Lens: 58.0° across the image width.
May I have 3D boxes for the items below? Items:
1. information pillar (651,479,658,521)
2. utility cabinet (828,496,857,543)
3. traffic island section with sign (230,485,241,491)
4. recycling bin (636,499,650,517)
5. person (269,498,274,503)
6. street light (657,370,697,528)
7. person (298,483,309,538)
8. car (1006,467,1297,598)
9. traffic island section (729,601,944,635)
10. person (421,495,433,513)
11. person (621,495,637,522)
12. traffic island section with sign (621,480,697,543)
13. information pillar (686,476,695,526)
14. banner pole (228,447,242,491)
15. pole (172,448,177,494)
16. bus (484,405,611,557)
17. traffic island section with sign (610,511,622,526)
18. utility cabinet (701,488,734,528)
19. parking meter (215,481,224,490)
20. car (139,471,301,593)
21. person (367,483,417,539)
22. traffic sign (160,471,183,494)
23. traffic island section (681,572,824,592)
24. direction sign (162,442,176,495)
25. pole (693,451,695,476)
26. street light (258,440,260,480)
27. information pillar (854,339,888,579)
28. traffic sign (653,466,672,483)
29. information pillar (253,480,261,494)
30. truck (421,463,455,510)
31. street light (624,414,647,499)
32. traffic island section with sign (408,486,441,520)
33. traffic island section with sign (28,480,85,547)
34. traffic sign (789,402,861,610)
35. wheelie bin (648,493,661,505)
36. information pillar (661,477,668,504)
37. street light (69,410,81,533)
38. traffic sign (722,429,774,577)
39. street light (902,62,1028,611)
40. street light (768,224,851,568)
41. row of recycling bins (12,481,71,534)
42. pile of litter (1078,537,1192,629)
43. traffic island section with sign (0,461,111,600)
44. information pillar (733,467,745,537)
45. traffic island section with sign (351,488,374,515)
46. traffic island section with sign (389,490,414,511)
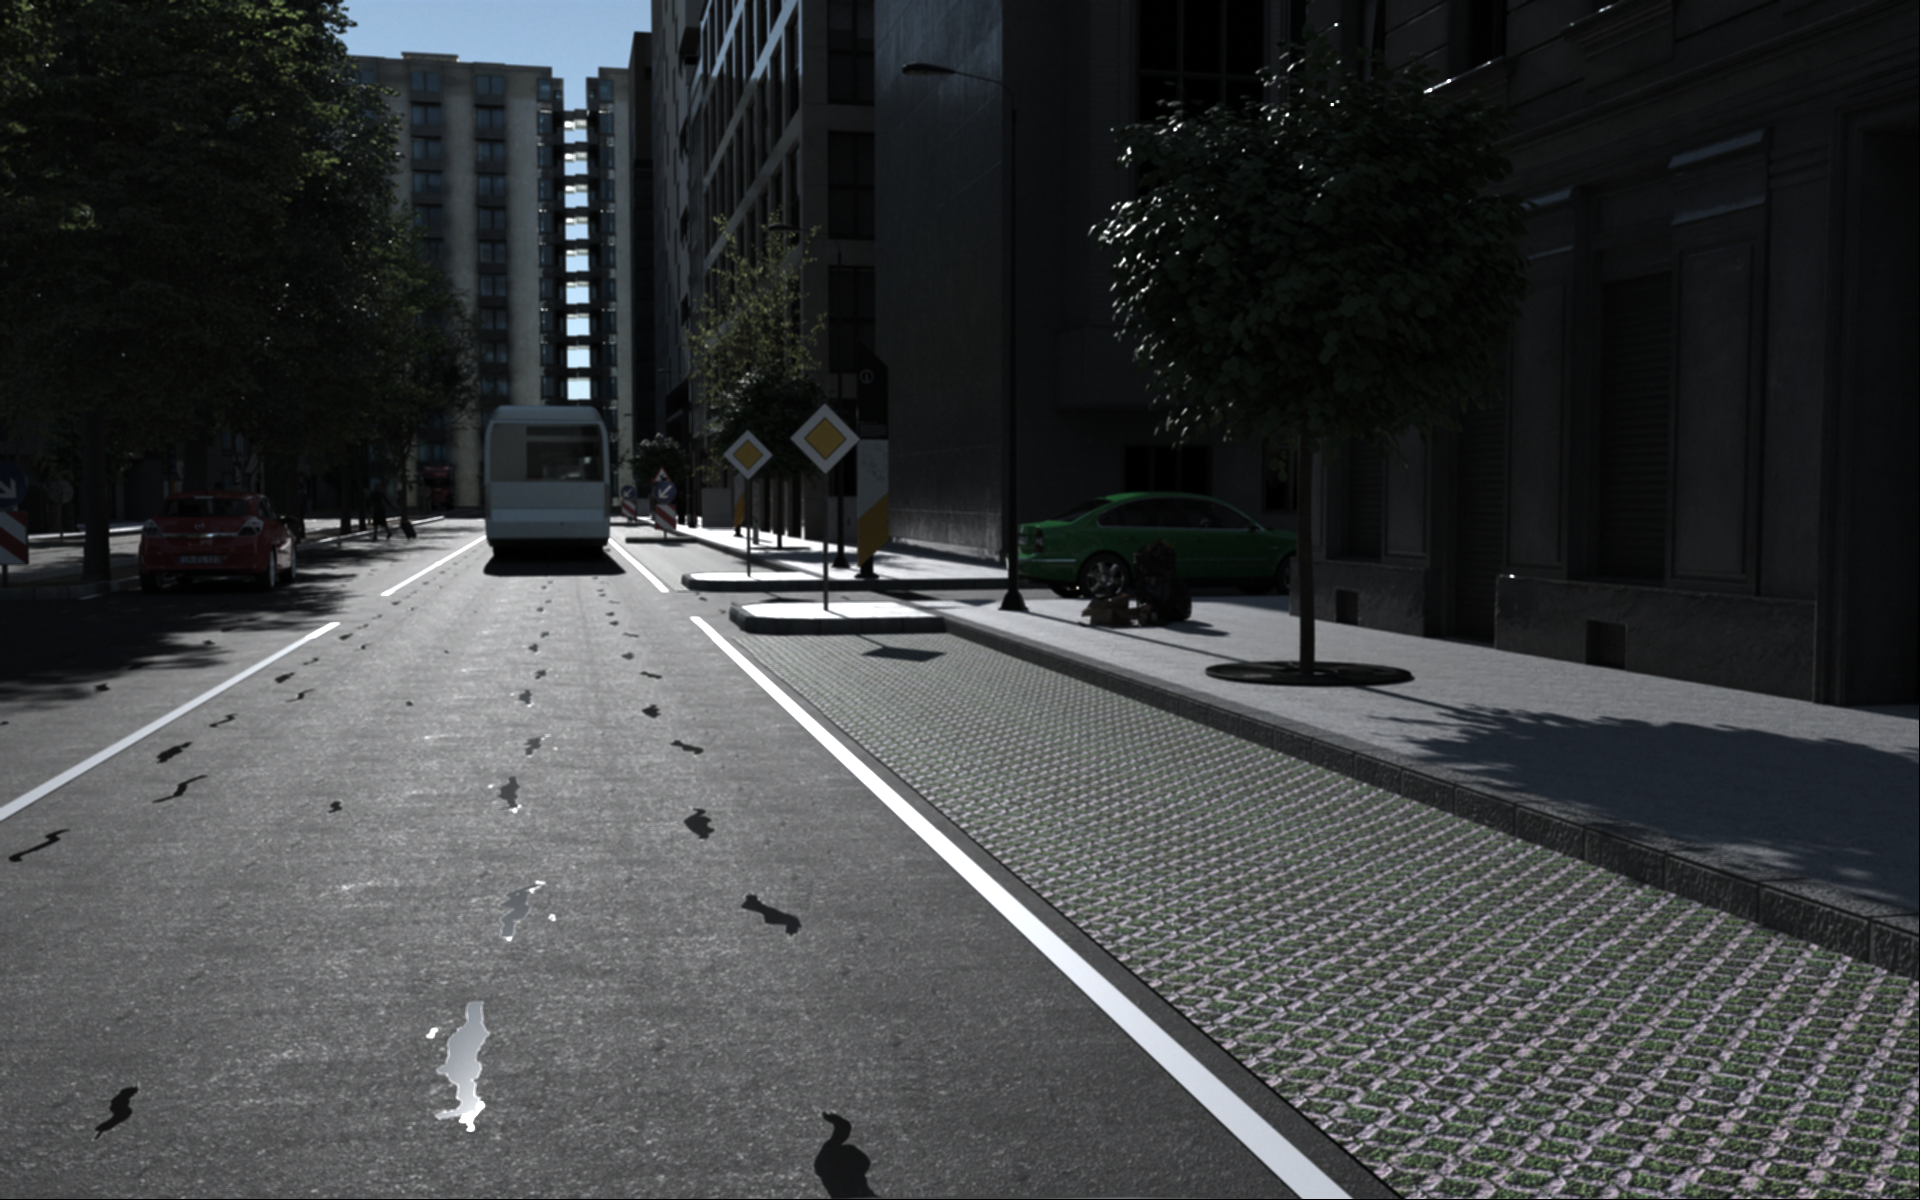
[{"bbox_3d":[-14.519,-4.764,82.378,0.304,2.012,0.304,-1,4,-19],"label":"information pillar"},{"bbox_3d":[-3.063,-2.101,45.513,1.020,1.237,0.306,1,4,14],"label":"utility cabinet"},{"bbox_3d":[-30.702,-3.973,73.589,1.989,1.847,2.006,-1,4,-13],"label":"traffic island section with sign"},{"bbox_3d":[-17.921,-5.220,97.902,0.722,1.027,0.722,-1,4,-17],"label":"recycling bin"},{"bbox_3d":[-28.319,-3.558,71.336,0.373,1.253,0.362,-1,4,-21],"label":"person"},{"bbox_3d":[-10.628,-5.657,65.029,1.470,5.913,1.316,-1,4,-13],"label":"street light"},{"bbox_3d":[-21.198,-2.879,55.751,0.419,1.800,0.721,-1,4,-19],"label":"person"},{"bbox_3d":[3.006,-0.900,23.509,4.718,1.807,1.959,-1,4,-13],"label":"car"},{"bbox_3d":[-1.461,0.193,19.129,2.009,0.180,2.903,-1,4,-13],"label":"traffic island section"},{"bbox_3d":[-40.295,-7.429,130.697,1.217,1.736,0.721,1,4,21],"label":"person"},{"bbox_3d":[-16.067,-4.592,84.059,0.782,1.767,0.515,-1,4,-10],"label":"person"},{"bbox_3d":[-8.812,-2.584,50.877,1.989,1.847,2.006,-1,4,-13],"label":"traffic island section with sign"},{"bbox_3d":[-10.998,-4.050,70.710,0.304,2.012,0.304,-1,4,-23],"label":"information pillar"},{"bbox_3d":[-38.682,-6.259,92.359,0.863,3.779,0.401,-1,4,-21],"label":"banner pole"},{"bbox_3d":[-35.003,-5.094,77.130,0.158,3.312,0.155,0,3,0],"label":"pole"},{"bbox_3d":[-10.138,-2.915,42.525,2.948,3.499,13.247,-1,4,-13],"label":"bus"},{"bbox_3d":[-15.037,-4.231,77.801,1.989,1.847,2.006,-1,4,-13],"label":"traffic island section with sign"},{"bbox_3d":[-8.972,-3.397,64.225,1.173,1.500,0.318,1,4,14],"label":"utility cabinet"},{"bbox_3d":[-34.373,-4.569,80.410,0.399,1.863,0.255,2,4,29],"label":"parking meter"},{"bbox_3d":[-11.342,-1.077,26.646,2.155,1.783,4.494,-1,4,-15],"label":"car"},{"bbox_3d":[-18.259,-2.859,55.460,1.509,1.804,0.699,1,4,12],"label":"person"},{"bbox_3d":[-32.564,-4.374,71.526,0.884,2.594,0.081,-1,4,-11],"label":"traffic sign"},{"bbox_3d":[-3.260,-0.283,26.909,2.009,0.180,2.903,-1,4,-13],"label":"traffic island section"},{"bbox_3d":[-32.077,-4.787,70.272,0.876,3.537,0.379,2,4,32],"label":"direction sign"},{"bbox_3d":[-12.693,-5.410,82.296,0.158,3.312,0.155,0,3,0],"label":"pole"},{"bbox_3d":[-36.997,-7.358,92.846,1.470,5.913,1.316,-1,4,-13],"label":"street light"},{"bbox_3d":[-1.344,-2.139,26.322,0.504,3.616,0.183,-1,4,-17],"label":"information pillar"},{"bbox_3d":[-13.720,-4.880,79.790,0.884,2.594,0.081,-1,4,-9],"label":"traffic sign"},{"bbox_3d":[-37.168,-5.330,91.642,0.304,2.012,0.304,-3,4,-38],"label":"information pillar"},{"bbox_3d":[-48.391,-10.524,160.976,2.839,4.237,11.283,-1,4,-14],"label":"truck"},{"bbox_3d":[-18.748,-7.817,100.351,1.470,5.913,1.316,-1,4,-13],"label":"street light"},{"bbox_3d":[-30.147,-5.465,97.483,2.006,1.907,1.989,-1,4,-13],"label":"traffic island section with sign"},{"bbox_3d":[-24.617,-2.362,47.247,1.989,1.847,2.006,-1,4,-13],"label":"traffic island section with sign"},{"bbox_3d":[-1.483,-0.942,19.046,0.795,2.450,0.064,-1,4,-13],"label":"traffic sign"},{"bbox_3d":[-15.273,-4.856,87.307,0.980,1.594,0.693,-2,4,-26],"label":"wheelie bin"},{"bbox_3d":[-12.748,-4.300,74.795,0.304,2.012,0.304,0,4,-8],"label":"information pillar"},{"bbox_3d":[-28.810,-5.187,57.349,1.470,5.913,1.316,-1,4,-13],"label":"street light"},{"bbox_3d":[-3.281,-1.418,26.827,0.795,2.450,0.064,-1,4,-13],"label":"traffic sign"},{"bbox_3d":[0.062,-2.838,18.936,1.470,5.913,1.316,-1,4,-13],"label":"street light"},{"bbox_3d":[-2.618,-3.519,30.073,1.470,5.913,1.316,-1,4,-13],"label":"street light"},{"bbox_3d":[-30.231,-3.049,56.970,1.069,1.692,3.534,-1,4,-9],"label":"row of recycling bins"},{"bbox_3d":[1.700,-0.204,17.300,1.176,0.858,1.719,3,5,41],"label":"pile of litter"},{"bbox_3d":[-13.215,-0.987,24.270,2.006,1.907,1.989,-1,4,-13],"label":"traffic island section with sign"},{"bbox_3d":[-6.622,-3.703,51.904,0.183,3.616,0.504,-3,4,-36],"label":"information pillar"},{"bbox_3d":[-42.002,-6.964,122.485,1.989,1.847,2.006,-1,4,-13],"label":"traffic island section with sign"},{"bbox_3d":[-48.334,-8.638,149.853,1.989,1.847,2.006,-1,4,-13],"label":"traffic island section with sign"}]
